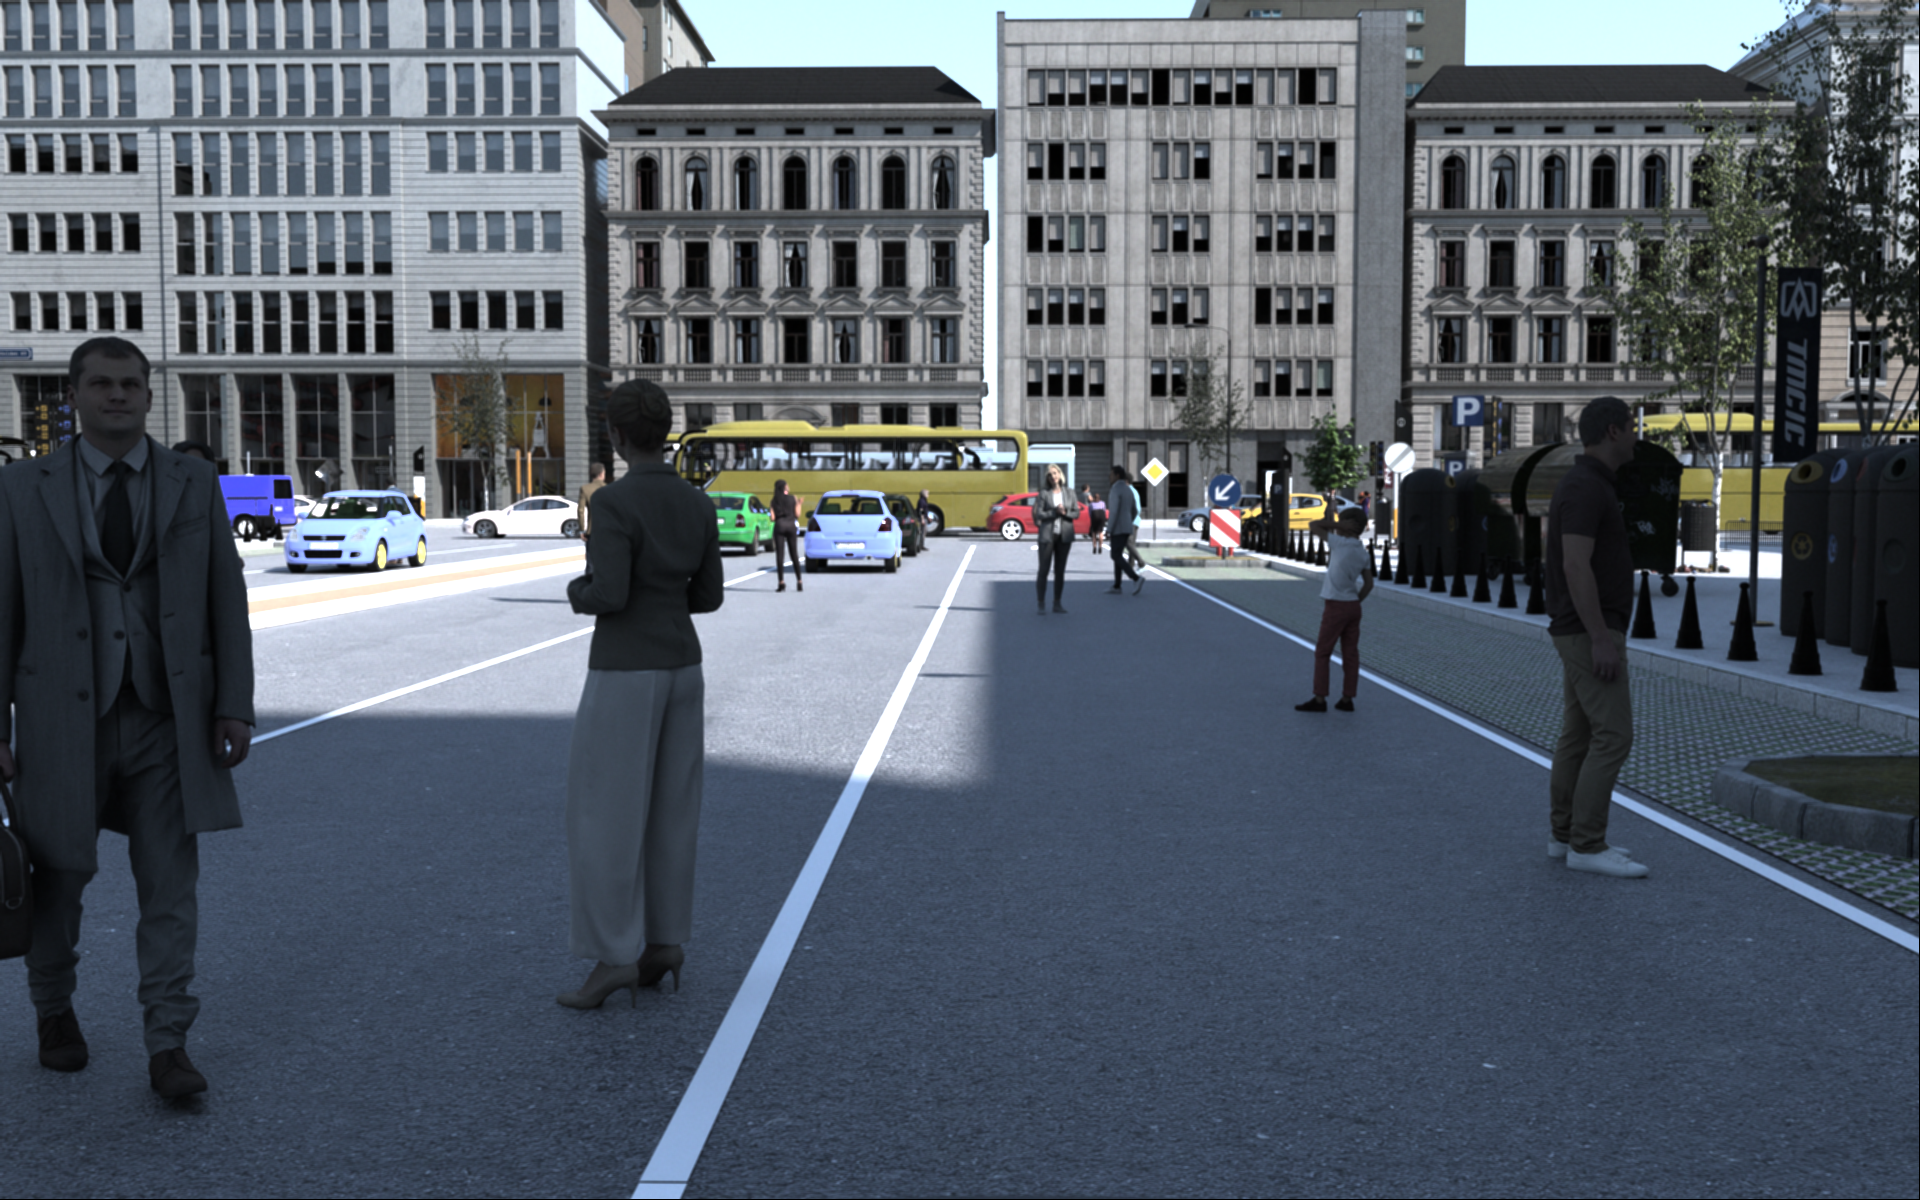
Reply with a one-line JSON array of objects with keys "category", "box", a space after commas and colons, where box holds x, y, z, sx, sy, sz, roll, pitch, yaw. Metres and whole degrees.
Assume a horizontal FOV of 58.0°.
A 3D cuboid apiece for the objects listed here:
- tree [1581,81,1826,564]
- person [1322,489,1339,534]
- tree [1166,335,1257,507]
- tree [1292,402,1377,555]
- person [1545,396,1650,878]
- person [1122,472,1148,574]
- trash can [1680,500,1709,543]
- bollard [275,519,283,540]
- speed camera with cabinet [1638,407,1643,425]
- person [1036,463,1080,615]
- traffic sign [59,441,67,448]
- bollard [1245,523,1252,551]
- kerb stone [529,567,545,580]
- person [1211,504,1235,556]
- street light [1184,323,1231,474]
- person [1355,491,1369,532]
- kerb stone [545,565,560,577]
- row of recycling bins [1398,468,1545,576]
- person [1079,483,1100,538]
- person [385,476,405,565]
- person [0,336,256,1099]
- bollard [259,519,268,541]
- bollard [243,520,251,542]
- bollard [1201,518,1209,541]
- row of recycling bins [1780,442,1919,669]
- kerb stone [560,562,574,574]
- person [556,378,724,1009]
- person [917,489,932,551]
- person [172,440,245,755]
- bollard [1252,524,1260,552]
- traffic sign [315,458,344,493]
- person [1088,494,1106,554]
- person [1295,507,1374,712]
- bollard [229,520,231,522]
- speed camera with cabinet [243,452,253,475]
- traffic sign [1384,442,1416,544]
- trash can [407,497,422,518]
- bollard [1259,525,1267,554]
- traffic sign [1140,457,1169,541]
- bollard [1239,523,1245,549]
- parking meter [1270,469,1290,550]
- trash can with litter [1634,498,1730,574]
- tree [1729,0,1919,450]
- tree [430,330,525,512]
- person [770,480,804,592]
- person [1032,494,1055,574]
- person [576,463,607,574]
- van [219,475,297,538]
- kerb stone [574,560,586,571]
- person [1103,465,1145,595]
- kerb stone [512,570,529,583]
[{"category": "tree", "box": [13.786, -4.972, 31.659, 4.737, 8.622, 4.395, 0, 3, 0]}, {"category": "person", "box": [11.294, -2.665, 52.872, 0.445, 1.727, 0.742, 2, 4, 27]}, {"category": "tree", "box": [11.405, -7.915, 79.775, 4.360, 8.622, 3.978, 0, 3, 0]}, {"category": "tree", "box": [7.856, -2.571, 36.638, 1.663, 3.219, 1.824, 0, 3, 0]}, {"category": "person", "box": [2.475, 0.119, 6.682, 0.434, 1.807, 0.598, 2, 4, 29]}, {"category": "person", "box": [3.111, -1.383, 31.135, 0.620, 1.820, 0.660, 1, 4, 19]}, {"category": "trash can", "box": [18.233, -1.920, 43.043, 0.748, 1.137, 0.748, 0, 3, 0]}, {"category": "bollard", "box": [-18.907, -1.960, 48.092, 0.229, 0.601, 0.229, 0, 3, 0]}, {"category": "speed camera with cabinet", "box": [14.983, -2.792, 39.983, 0.660, 3.252, 2.038, -2, 4, -28]}, {"category": "person", "box": [1.179, -0.741, 20.807, 0.537, 1.800, 0.526, 0, 4, 0]}, {"category": "traffic sign", "box": [-20.993, -2.499, 40.960, 0.768, 2.556, 0.104, 0, 4, 5]}, {"category": "bollard", "box": [6.631, -1.412, 39.135, 0.229, 0.601, 0.229, 0, 3, 0]}, {"category": "kerb stone", "box": [-7.271, -0.439, 29.380, 0.120, 0.150, 1.000, 0, 4, 1]}, {"category": "person", "box": [5.656, -1.637, 36.971, 0.444, 1.614, 0.593, -2, 4, -27]}, {"category": "street light", "box": [6.792, -4.570, 47.269, 1.470, 5.913, 1.316, 0, 4, 1]}, {"category": "person", "box": [15.278, -3.359, 65.790, 0.546, 1.535, 0.453, 0, 4, 8]}, {"category": "kerb stone", "box": [-7.250, -0.502, 30.405, 0.120, 0.150, 1.000, 0, 4, 1]}, {"category": "row of recycling bins", "box": [8.643, -1.265, 27.804, 3.534, 1.692, 1.069, -1, 4, -18]}, {"category": "person", "box": [4.209, -2.886, 56.040, 0.532, 1.782, 0.716, -3, 4, -39]}, {"category": "person", "box": [-11.505, -1.619, 35.159, 0.419, 1.800, 0.721, 1, 4, 23]}, {"category": "person", "box": [-2.071, 0.269, 4.197, 0.694, 1.812, 0.767, -2, 4, -32]}, {"category": "bollard", "box": [-18.932, -1.897, 47.055, 0.229, 0.601, 0.229, 0, 3, 0]}, {"category": "bollard", "box": [-18.953, -1.834, 46.029, 0.229, 0.601, 0.229, 0, 3, 0]}, {"category": "bollard", "box": [6.838, -1.978, 48.382, 0.229, 0.601, 0.229, 0, 3, 0]}, {"category": "row of recycling bins", "box": [7.656, -0.437, 14.250, 1.069, 1.692, 3.534, 1, 4, 12]}, {"category": "kerb stone", "box": [-7.229, -0.565, 31.434, 0.120, 0.150, 1.000, 0, 4, 1]}, {"category": "person", "box": [-0.935, 0.249, 4.985, 0.362, 1.759, 0.519, 3, 4, 36]}, {"category": "person", "box": [-0.977, -2.020, 43.730, 0.471, 1.553, 0.569, 2, 4, 31]}, {"category": "person", "box": [-4.231, -0.001, 9.355, 0.643, 1.720, 0.563, 0, 4, 4]}, {"category": "bollard", "box": [6.607, -1.349, 38.099, 0.229, 0.601, 0.229, 0, 3, 0]}, {"category": "traffic sign", "box": [-17.419, -2.705, 47.876, 0.795, 2.450, 0.064, 0, 4, 1]}, {"category": "person", "box": [3.292, -1.823, 41.544, 0.421, 1.427, 0.697, 0, 4, 0]}, {"category": "person", "box": [2.480, 0.058, 11.463, 0.435, 1.345, 0.340, -3, 4, -39]}, {"category": "bollard", "box": [-18.979, -1.771, 45.001, 0.229, 0.601, 0.229, 0, 3, 0]}, {"category": "speed camera with cabinet", "box": [-32.692, -5.316, 81.253, 2.038, 3.252, 0.660, -3, 4, -37]}, {"category": "traffic sign", "box": [10.801, -2.598, 42.589, 0.768, 2.556, 0.104, 0, 4, 7]}, {"category": "trash can", "box": [-25.476, -4.233, 80.855, 0.748, 1.137, 0.748, 0, 3, 0]}, {"category": "bollard", "box": [6.584, -1.286, 37.065, 0.229, 0.601, 0.229, 0, 3, 0]}, {"category": "traffic sign", "box": [5.320, -2.673, 47.351, 0.795, 2.450, 0.064, 0, 4, 1]}, {"category": "bollard", "box": [6.654, -1.475, 40.161, 0.229, 0.601, 0.229, 0, 3, 0]}, {"category": "parking meter", "box": [7.405, -2.104, 40.114, 0.399, 1.863, 0.255, 3, 4, 37]}, {"category": "trash can with litter", "box": [11.761, -1.072, 28.585, 2.233, 1.210, 1.678, 0, 4, 6]}, {"category": "tree", "box": [12.025, -4.405, 22.379, 4.360, 8.622, 3.978, 0, 3, 0]}, {"category": "tree", "box": [-21.270, -7.757, 77.196, 4.360, 8.622, 3.978, 0, 3, 0]}, {"category": "person", "box": [-2.550, -0.947, 25.454, 0.415, 1.643, 0.593, 2, 4, 31]}, {"category": "person", "box": [1.641, -1.354, 31.167, 0.617, 1.759, 0.750, 1, 4, 11]}, {"category": "person", "box": [-4.635, -0.864, 22.530, 0.836, 1.842, 0.656, 2, 4, 29]}, {"category": "van", "box": [-24.721, -3.214, 56.937, 5.245, 2.365, 2.240, 0, 4, 1]}, {"category": "kerb stone", "box": [-7.209, -0.628, 32.460, 0.120, 0.150, 1.000, 0, 4, 1]}, {"category": "person", "box": [2.362, -1.005, 24.783, 0.795, 1.843, 0.661, 3, 4, 36]}, {"category": "kerb stone", "box": [-7.292, -0.374, 28.346, 0.120, 0.150, 1.000, 0, 4, 1]}]
